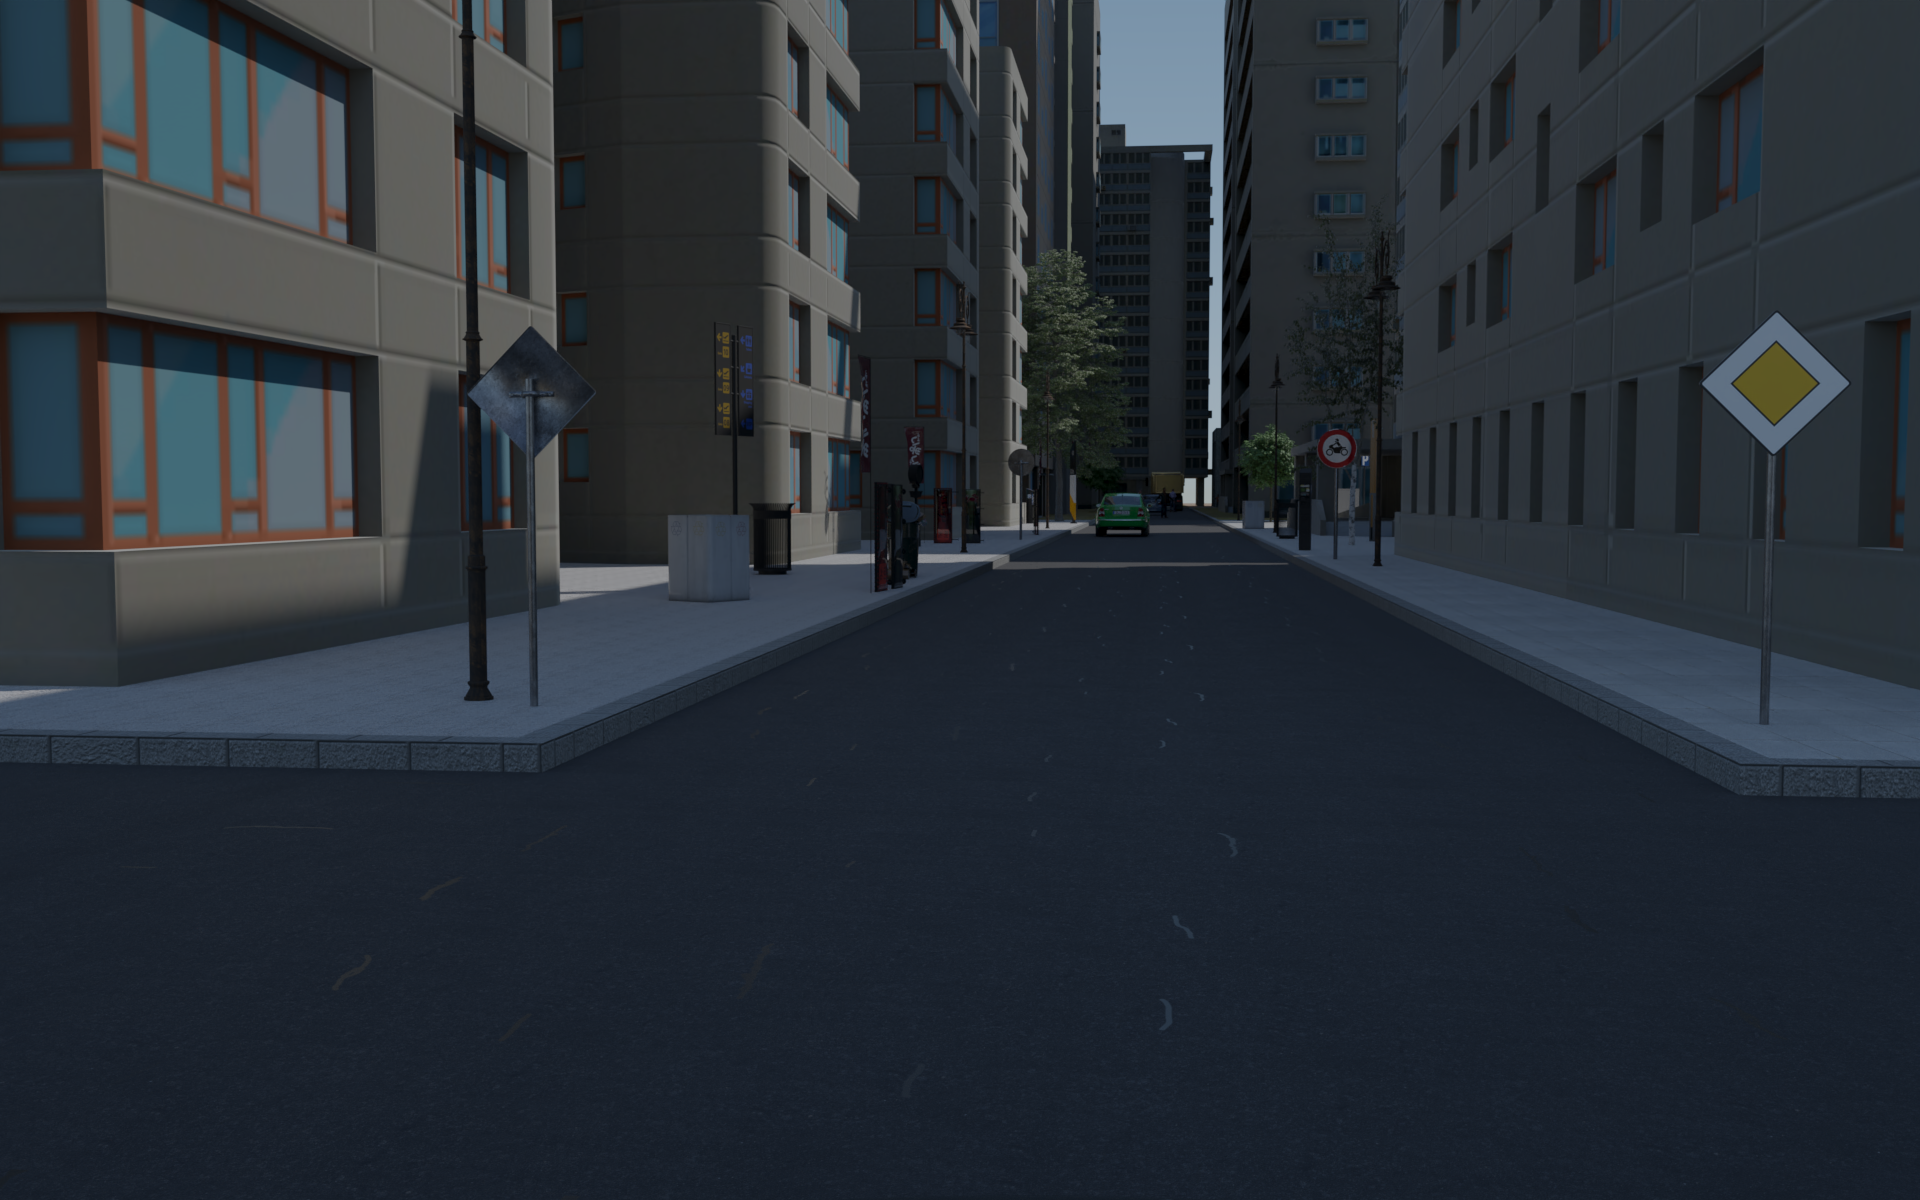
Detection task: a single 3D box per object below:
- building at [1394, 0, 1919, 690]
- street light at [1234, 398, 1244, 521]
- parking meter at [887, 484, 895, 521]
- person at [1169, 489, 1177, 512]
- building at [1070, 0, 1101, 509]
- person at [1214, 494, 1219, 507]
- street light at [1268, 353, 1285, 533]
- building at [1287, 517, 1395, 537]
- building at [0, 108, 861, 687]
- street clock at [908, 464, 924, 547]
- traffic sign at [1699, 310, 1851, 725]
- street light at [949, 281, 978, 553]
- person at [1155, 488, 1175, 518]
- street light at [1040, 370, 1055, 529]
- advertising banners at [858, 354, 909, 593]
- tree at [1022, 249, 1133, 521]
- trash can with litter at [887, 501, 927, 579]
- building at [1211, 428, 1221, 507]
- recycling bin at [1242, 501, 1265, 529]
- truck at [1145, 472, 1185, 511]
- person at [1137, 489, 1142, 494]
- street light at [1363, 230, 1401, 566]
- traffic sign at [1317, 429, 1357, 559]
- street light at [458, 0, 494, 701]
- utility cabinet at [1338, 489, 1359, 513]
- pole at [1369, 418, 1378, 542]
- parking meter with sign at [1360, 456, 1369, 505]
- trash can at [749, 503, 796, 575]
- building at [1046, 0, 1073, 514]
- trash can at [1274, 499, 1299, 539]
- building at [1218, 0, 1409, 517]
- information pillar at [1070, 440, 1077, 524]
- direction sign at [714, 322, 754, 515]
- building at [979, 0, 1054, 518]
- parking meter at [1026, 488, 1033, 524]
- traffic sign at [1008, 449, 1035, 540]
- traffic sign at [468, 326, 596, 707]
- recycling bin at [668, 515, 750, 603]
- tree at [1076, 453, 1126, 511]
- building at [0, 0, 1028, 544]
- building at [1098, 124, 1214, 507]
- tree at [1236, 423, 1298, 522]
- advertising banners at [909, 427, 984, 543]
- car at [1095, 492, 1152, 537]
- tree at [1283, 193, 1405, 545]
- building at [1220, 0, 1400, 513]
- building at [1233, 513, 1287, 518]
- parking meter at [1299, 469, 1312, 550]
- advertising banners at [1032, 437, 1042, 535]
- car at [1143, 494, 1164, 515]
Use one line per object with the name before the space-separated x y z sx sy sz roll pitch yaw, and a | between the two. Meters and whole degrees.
building | 21.981 -10.744 20.702 28.899 21.520 27.650 0 4 7
street light | 13.507 -6.789 83.795 0.468 5.910 1.993 0 4 7
parking meter | -1.712 -2.062 42.128 0.372 1.533 0.369 0 3 0
person | 16.988 -7.913 137.745 0.709 1.838 0.599 2 4 32
building | 1.166 -32.190 150.002 21.600 48.544 21.300 0 4 7
person | 24.582 -9.362 164.834 1.065 1.426 0.557 -2 4 -29
street light | 10.405 -5.151 57.003 0.468 5.910 1.993 0 4 7
building | 27.861 -22.334 57.036 32.217 40.220 23.993 0 4 7
building | -17.680 -11.114 26.761 27.650 21.520 28.899 0 4 7
street clock | -1.076 -2.303 42.224 0.358 2.002 0.471 1 4 21
traffic sign | 4.474 -0.363 9.579 0.795 2.450 0.064 0 4 7
street light | 0.086 -3.974 37.762 0.468 5.910 1.993 0 4 7
person | 12.297 -5.852 104.209 1.348 1.821 0.705 -1 4 -20
street light | 3.256 -5.598 64.309 0.468 5.910 1.993 0 4 7
advertising banners | -1.030 -1.627 22.787 0.090 3.025 2.074 1 4 14
tree | 4.239 -9.969 81.115 7.486 12.596 7.792 0 3 0
trash can with litter | -0.836 -0.918 26.390 0.624 1.170 1.055 0 4 2
building | 41.499 -52.742 174.999 31.000 86.520 22.319 0 4 7
recycling bin | 10.838 -3.145 63.983 0.722 1.027 0.722 0 4 1
truck | 17.783 -9.370 149.130 3.469 3.379 9.791 0 4 5
person | 10.819 -5.812 104.472 0.756 1.711 0.436 -2 4 -28
street light | 7.420 -3.536 30.604 0.468 5.910 1.993 0 4 7
traffic sign | 7.379 -2.071 33.967 0.768 2.556 0.104 1 4 8
street light | -3.003 -2.315 10.630 0.468 5.910 1.993 0 4 7
utility cabinet | 16.223 -3.937 73.057 1.173 1.500 0.318 -1 4 -15
pole | 11.187 -3.239 46.797 0.158 3.312 0.155 0 3 0
parking meter with sign | 17.785 -4.710 73.267 0.543 3.016 1.738 -3 5 -42
trash can | -2.998 -0.979 27.666 0.748 1.137 0.748 0 3 0
building | -0.480 -25.876 106.665 14.154 41.232 14.086 0 4 7
trash can | 9.386 -2.326 49.681 0.748 1.137 0.748 0 3 0
building | 35.064 -26.379 123.176 32.217 40.220 23.993 0 4 7
information pillar | 4.921 -5.138 75.363 0.183 3.616 0.504 -1 4 -19
direction sign | -3.022 -1.911 23.243 0.379 3.537 0.876 2 4 27
building | -2.303 -27.060 92.541 14.600 45.320 14.200 0 4 7
parking meter | 3.066 -4.106 75.547 0.372 1.533 0.369 0 3 0
traffic sign | 1.705 -2.963 48.543 0.768 2.556 0.104 1 4 16
traffic sign | -2.571 -0.414 10.408 0.795 2.450 0.064 0 4 7
recycling bin | -3.028 -0.510 20.895 0.722 1.027 0.722 3 4 36
tree | 11.192 -9.192 134.010 4.285 4.588 4.351 0 3 0
building | -12.437 -13.345 63.231 27.650 21.520 28.899 0 4 7
building | 14.779 -30.143 184.722 23.993 40.220 32.217 0 4 7
tree | 14.098 -5.823 78.923 4.285 4.588 4.351 0 3 0
advertising banners | -0.412 -2.981 44.922 2.074 3.025 0.090 0 4 1
car | 5.632 -3.110 59.648 1.959 1.807 4.718 0 4 7
tree | 9.883 -5.689 43.376 4.360 8.622 3.978 0 3 0
building | 33.258 -31.947 146.033 21.300 48.544 21.600 0 4 7
building | 27.282 -29.170 100.635 21.300 48.544 21.600 0 4 7
parking meter | 7.872 -2.065 39.479 0.255 1.863 0.399 1 4 16
advertising banners | 2.422 -3.558 54.362 0.090 3.025 2.074 0 4 -3
car | 13.064 -6.456 117.561 2.014 1.417 4.499 0 4 8
